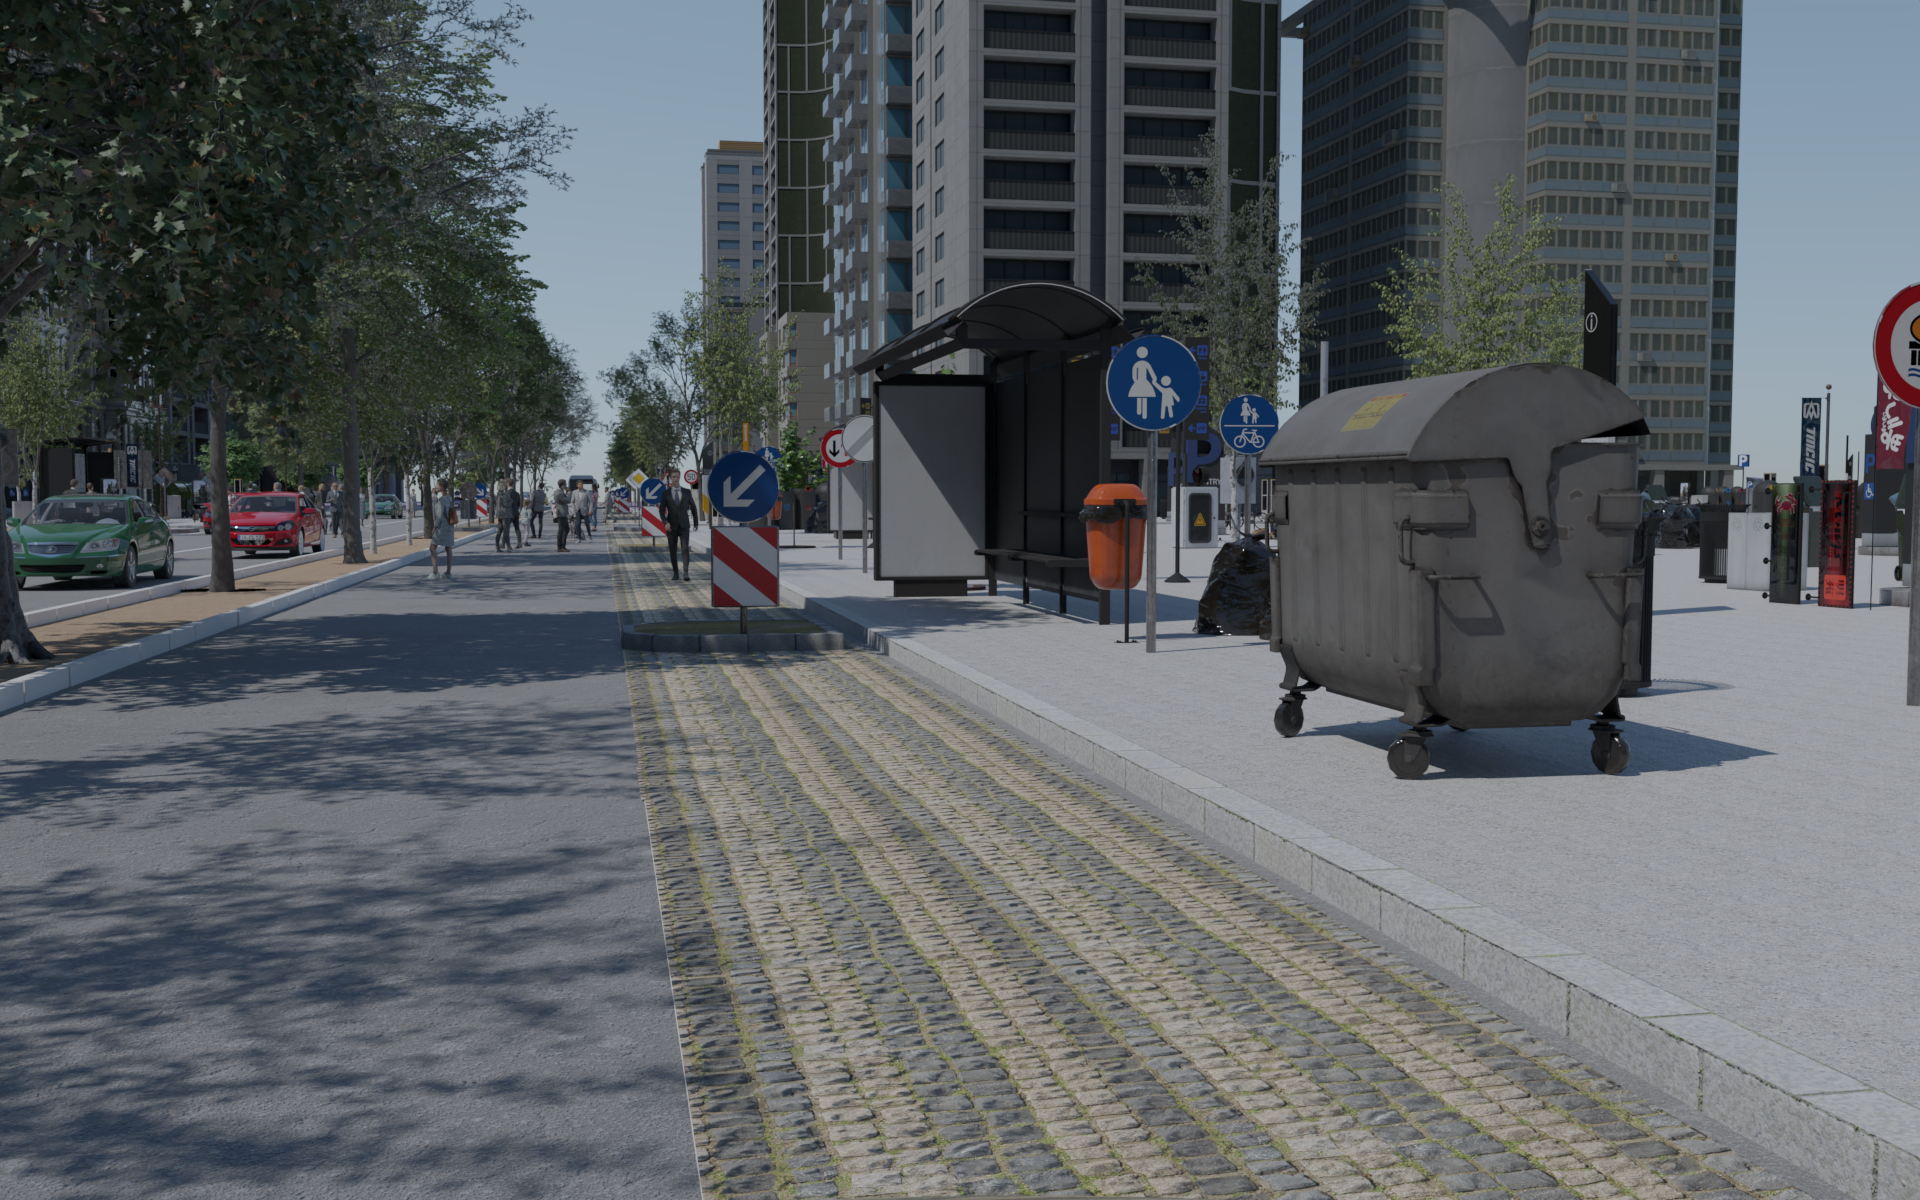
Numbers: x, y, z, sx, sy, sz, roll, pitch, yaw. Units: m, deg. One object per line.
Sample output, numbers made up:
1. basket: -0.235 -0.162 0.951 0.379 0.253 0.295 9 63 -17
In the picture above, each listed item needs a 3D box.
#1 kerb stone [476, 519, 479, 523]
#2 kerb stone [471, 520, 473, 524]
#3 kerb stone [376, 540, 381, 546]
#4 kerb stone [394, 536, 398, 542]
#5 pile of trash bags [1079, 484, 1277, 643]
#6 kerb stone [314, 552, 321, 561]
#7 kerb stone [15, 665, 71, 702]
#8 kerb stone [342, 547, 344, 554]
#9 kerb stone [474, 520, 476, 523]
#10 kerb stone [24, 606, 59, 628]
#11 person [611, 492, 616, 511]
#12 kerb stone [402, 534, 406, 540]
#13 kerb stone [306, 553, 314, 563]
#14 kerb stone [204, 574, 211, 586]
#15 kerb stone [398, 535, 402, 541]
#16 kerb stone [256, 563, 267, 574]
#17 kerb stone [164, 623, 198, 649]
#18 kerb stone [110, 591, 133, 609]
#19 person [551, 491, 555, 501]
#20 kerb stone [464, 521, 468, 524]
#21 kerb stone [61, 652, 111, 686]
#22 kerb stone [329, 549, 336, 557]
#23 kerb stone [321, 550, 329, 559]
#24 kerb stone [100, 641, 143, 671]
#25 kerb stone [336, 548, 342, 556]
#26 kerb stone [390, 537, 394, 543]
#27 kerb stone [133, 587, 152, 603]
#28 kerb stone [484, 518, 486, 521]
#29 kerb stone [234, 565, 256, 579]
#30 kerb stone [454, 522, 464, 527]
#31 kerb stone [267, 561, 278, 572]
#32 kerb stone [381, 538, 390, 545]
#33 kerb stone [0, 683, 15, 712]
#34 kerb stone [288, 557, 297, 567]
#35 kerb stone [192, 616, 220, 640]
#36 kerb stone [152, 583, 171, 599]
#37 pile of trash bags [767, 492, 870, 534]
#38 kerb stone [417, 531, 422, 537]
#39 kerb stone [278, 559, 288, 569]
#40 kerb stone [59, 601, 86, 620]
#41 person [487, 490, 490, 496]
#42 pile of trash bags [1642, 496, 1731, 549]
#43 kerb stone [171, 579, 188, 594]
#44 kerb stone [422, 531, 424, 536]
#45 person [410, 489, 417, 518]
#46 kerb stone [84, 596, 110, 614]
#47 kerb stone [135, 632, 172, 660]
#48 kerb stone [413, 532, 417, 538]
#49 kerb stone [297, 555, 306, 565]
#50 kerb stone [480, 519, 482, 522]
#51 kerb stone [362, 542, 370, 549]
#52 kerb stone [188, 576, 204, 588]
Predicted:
1. kerb stone: -23.758 -3.825 84.735 0.120 0.150 1.000 -1 4 -12
2. kerb stone: -22.921 -3.579 80.712 0.120 0.150 1.000 -1 4 -12
3. kerb stone: -15.927 -1.516 47.018 0.120 0.150 1.000 -1 4 -12
4. kerb stone: -16.753 -1.763 51.042 0.120 0.150 1.000 -1 4 -12
5. pile of trash bags: 2.720 -0.354 15.533 3.447 1.369 1.912 -1 4 -16
6. kerb stone: -13.847 -0.899 36.986 0.120 0.150 1.000 -1 4 -12
7. kerb stone: -6.574 0.603 12.357 0.120 0.150 1.000 -1 4 -12
8. kerb stone: -14.679 -1.145 40.990 0.120 0.150 1.000 -1 4 -12
9. kerb stone: -23.346 -3.700 82.722 0.120 0.150 1.000 -1 4 -12
10. kerb stone: -10.085 0.201 18.915 0.120 0.150 1.000 -1 4 -12
11. person: -28.797 -8.147 143.513 0.589 1.601 0.330 0 4 -7
12. kerb stone: -17.172 -1.883 53.047 0.120 0.150 1.000 -1 4 -12
13. kerb stone: -13.628 -0.843 35.986 0.120 0.150 1.000 -1 4 -12
14. kerb stone: -11.758 -0.290 26.939 0.120 0.150 1.000 -1 4 -12
15. kerb stone: -16.967 -1.825 52.042 0.120 0.150 1.000 -1 4 -12
16. kerb stone: -12.584 -0.536 30.956 0.120 0.150 1.000 -1 4 -12
17. kerb stone: -7.409 0.357 16.365 0.120 0.150 1.000 -1 4 -12
18. kerb stone: -10.700 0.020 21.921 0.120 0.150 1.000 -1 4 -12
19. person: -49.767 -12.491 212.708 1.348 1.826 0.705 -3 4 -36
20. kerb stone: -22.292 -3.394 77.690 0.120 0.150 1.000 -1 4 -12
21. kerb stone: -6.778 0.542 13.362 0.120 0.150 1.000 -1 4 -12
22. kerb stone: -14.252 -1.027 38.991 0.120 0.150 1.000 -1 4 -12
23. kerb stone: -14.048 -0.963 37.988 0.120 0.150 1.000 -1 4 -12
24. kerb stone: -6.993 0.479 14.362 0.120 0.150 1.000 -1 4 -12
25. kerb stone: -14.463 -1.088 39.991 0.120 0.150 1.000 -1 4 -12
26. kerb stone: -16.545 -1.703 50.041 0.120 0.150 1.000 -1 4 -12
27. kerb stone: -10.917 -0.045 22.925 0.120 0.150 1.000 -1 4 -12
28. kerb stone: -24.804 -4.127 89.760 0.120 0.150 1.000 -1 4 -12
29. kerb stone: -12.371 -0.472 29.946 0.120 0.150 1.000 -1 4 -12
30. kerb stone: -21.877 -3.271 75.674 0.120 0.150 1.000 -1 4 -12
31. kerb stone: -12.792 -0.595 31.960 0.120 0.150 1.000 -1 4 -12
32. kerb stone: -16.337 -1.636 49.037 0.120 0.150 1.000 -1 4 -12
33. kerb stone: -6.368 0.666 11.356 0.120 0.150 1.000 -1 4 -12
34. kerb stone: -13.204 -0.716 33.982 0.120 0.150 1.000 -1 4 -12
35. kerb stone: -7.617 0.295 17.366 0.120 0.150 1.000 -1 4 -12
36. kerb stone: -11.117 -0.106 23.928 0.120 0.150 1.000 -1 4 -12
37. pile of trash bags: -4.680 -2.873 56.732 3.447 1.369 1.912 0 4 -6
38. kerb stone: -18.217 -2.193 58.058 0.120 0.150 1.000 -1 4 -12
39. kerb stone: -13.001 -0.659 32.972 0.120 0.150 1.000 -1 4 -12
40. kerb stone: -10.293 0.139 19.917 0.120 0.150 1.000 -1 4 -12
41. person: -39.734 -8.425 146.648 0.661 1.777 0.834 -3 5 -44
42. pile of trash bags: 16.558 -1.923 41.193 3.447 1.369 1.912 0 4 1
43. kerb stone: -11.337 -0.167 24.927 0.120 0.150 1.000 -1 4 -12
44. kerb stone: -18.430 -2.250 59.058 0.120 0.150 1.000 -1 4 -12
45. person: -32.800 -5.811 104.082 0.524 1.755 0.480 2 4 33
46. kerb stone: -10.501 0.078 20.918 0.120 0.150 1.000 -1 4 -12
47. kerb stone: -7.203 0.418 15.362 0.120 0.150 1.000 -1 4 -12
48. kerb stone: -17.787 -2.071 56.051 0.120 0.150 1.000 -1 4 -12
49. kerb stone: -13.419 -0.782 34.981 0.120 0.150 1.000 -1 4 -12
50. kerb stone: -24.178 -3.948 86.746 0.120 0.150 1.000 -1 4 -12
51. kerb stone: -15.718 -1.457 46.014 0.120 0.150 1.000 -1 4 -12
52. kerb stone: -11.538 -0.229 25.933 0.120 0.150 1.000 -1 4 -12
